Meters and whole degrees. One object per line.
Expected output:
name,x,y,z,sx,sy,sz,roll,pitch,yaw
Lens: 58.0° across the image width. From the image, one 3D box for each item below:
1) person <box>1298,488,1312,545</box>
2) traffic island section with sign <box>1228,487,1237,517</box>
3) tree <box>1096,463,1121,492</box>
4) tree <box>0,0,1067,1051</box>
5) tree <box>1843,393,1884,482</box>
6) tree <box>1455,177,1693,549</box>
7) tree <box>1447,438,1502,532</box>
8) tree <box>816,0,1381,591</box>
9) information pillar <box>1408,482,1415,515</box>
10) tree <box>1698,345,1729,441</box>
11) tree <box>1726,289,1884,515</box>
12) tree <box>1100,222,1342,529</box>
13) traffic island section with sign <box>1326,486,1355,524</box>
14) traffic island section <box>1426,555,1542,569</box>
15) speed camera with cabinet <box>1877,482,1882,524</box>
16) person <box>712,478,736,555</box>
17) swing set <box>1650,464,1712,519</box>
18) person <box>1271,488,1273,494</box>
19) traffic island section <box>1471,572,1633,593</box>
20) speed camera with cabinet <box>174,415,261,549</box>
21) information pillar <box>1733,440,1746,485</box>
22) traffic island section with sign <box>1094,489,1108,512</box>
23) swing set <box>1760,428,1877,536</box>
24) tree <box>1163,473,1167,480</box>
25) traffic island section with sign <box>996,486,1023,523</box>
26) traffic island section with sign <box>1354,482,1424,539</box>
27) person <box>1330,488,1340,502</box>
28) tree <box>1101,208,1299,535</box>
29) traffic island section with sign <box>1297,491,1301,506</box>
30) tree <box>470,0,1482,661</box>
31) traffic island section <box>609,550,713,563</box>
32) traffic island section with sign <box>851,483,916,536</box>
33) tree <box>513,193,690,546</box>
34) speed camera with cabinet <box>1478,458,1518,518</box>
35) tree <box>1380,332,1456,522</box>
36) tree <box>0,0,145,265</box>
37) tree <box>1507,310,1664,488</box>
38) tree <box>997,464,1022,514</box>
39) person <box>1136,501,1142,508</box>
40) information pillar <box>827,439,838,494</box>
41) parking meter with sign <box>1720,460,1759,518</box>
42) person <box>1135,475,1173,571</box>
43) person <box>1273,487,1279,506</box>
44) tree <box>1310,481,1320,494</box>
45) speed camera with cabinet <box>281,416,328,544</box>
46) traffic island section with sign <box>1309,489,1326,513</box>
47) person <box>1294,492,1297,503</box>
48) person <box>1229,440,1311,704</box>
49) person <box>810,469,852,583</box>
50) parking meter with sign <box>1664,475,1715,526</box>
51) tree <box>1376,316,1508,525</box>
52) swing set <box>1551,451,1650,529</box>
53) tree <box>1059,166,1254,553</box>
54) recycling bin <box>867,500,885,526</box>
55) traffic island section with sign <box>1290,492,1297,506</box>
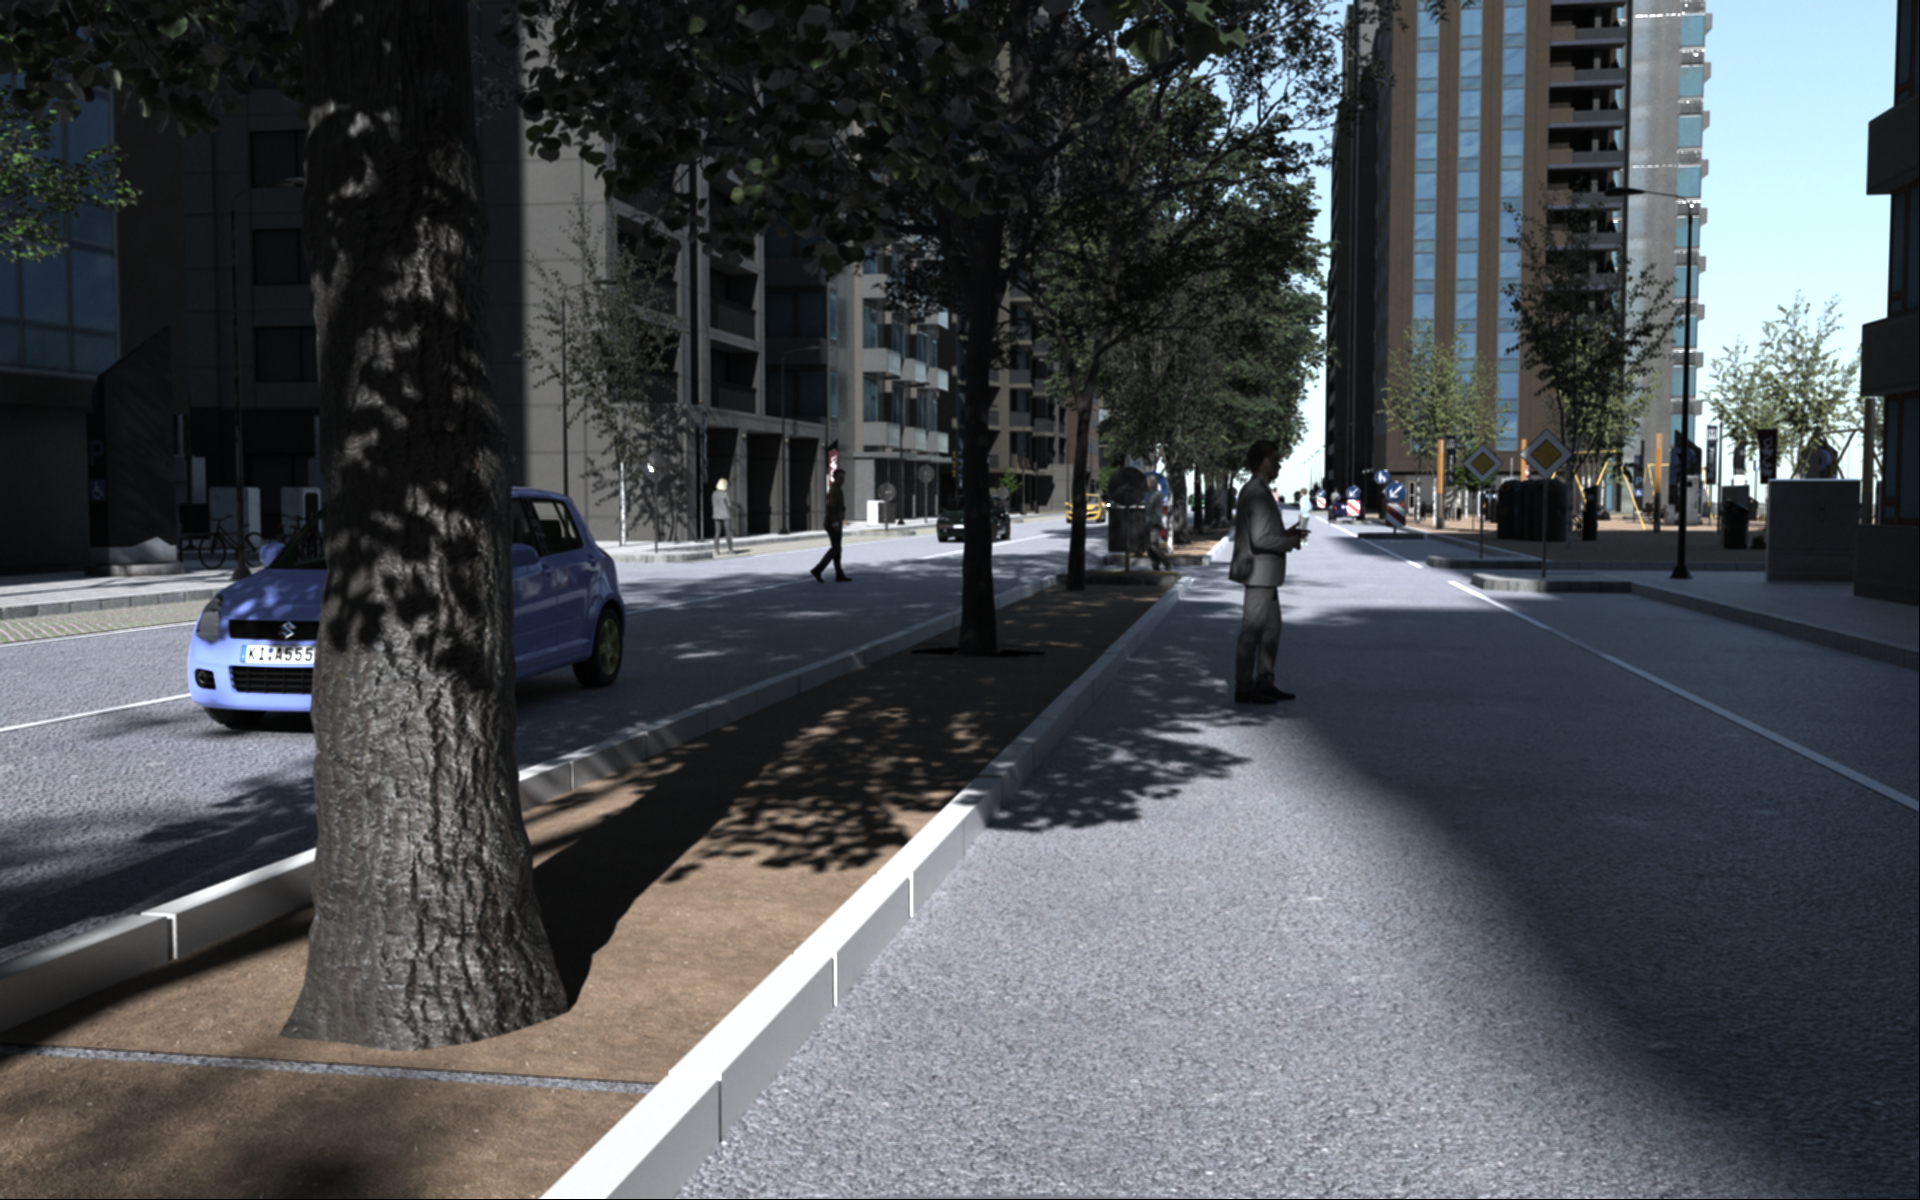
person,9.662,-2.347,48.688,0.589,1.601,0.330,-3,5,-41
traffic island section with sign,17.135,-6.190,109.335,2.006,1.907,1.989,1,4,10
tree,17.205,-12.430,186.939,4.285,4.588,4.351,0,3,0
tree,-1.444,-5.817,4.222,9.857,13.997,8.962,0,3,0
tree,45.797,-8.229,84.899,4.360,8.622,3.978,0,3,0
tree,14.361,-5.496,40.227,4.360,8.622,3.978,0,3,0
tree,17.498,-3.963,59.402,1.663,3.219,1.824,0,3,0
tree,1.631,-5.391,25.007,8.767,10.594,7.601,1,4,10
information pillar,27.099,-6.083,103.947,0.304,2.012,0.304,0,4,7
tree,36.468,-7.956,80.441,4.737,8.622,4.395,0,3,0
tree,30.783,-6.887,62.970,4.737,8.622,4.395,0,3,0
tree,10.706,-9.267,70.980,9.611,12.733,9.660,0,3,0
traffic island section with sign,18.773,-4.568,83.310,1.989,1.847,2.006,1,4,10
traffic island section,10.414,-0.751,34.555,2.009,0.180,2.903,1,4,10
speed camera with cabinet,13.217,-1.764,23.175,0.660,3.252,2.038,-1,4,-9
person,-5.582,-1.961,40.754,0.537,1.800,0.526,3,4,38
swing set,37.403,-5.713,91.027,3.119,2.851,2.862,0,4,-1
person,14.739,-4.446,82.202,0.522,1.701,0.512,0,4,-8
traffic island section,9.013,-0.270,26.693,2.009,0.180,2.903,1,4,10
speed camera with cabinet,-17.506,-2.831,40.618,2.038,3.252,0.660,1,4,9
information pillar,33.675,-5.107,74.848,0.504,3.616,0.183,-1,4,-8
traffic island section with sign,10.902,-7.783,135.885,1.989,1.847,2.006,1,4,10
swing set,21.531,-2.742,42.460,2.862,2.851,3.119,1,4,9
tree,31.562,-17.490,269.679,4.285,4.588,4.351,0,3,0
traffic island section with sign,2.122,-4.768,86.583,1.989,1.847,2.006,1,4,10
traffic island section with sign,13.921,-2.899,56.024,1.989,1.847,2.006,1,4,10
person,22.873,-5.916,105.431,0.606,1.804,0.583,2,4,29
tree,8.360,-8.127,61.087,9.928,11.665,9.643,0,3,0
traffic island section with sign,32.385,-9.237,159.659,1.989,1.847,2.006,1,4,10
tree,0.152,-6.258,15.138,12.009,13.543,11.850,0,3,0
traffic island section,-6.609,-0.936,37.581,2.009,0.180,2.903,1,4,10
traffic island section with sign,-2.600,-3.145,60.043,1.989,1.847,2.006,1,4,10
tree,-8.397,-5.606,42.013,4.360,8.622,3.978,0,3,0
speed camera with cabinet,29.305,-6.120,94.397,0.660,3.252,2.038,-3,5,-45
tree,20.840,-7.803,77.941,4.360,8.622,3.978,0,3,0
tree,-12.228,-5.637,17.913,9.928,11.665,9.643,0,3,0
tree,25.119,-7.218,68.379,4.737,8.622,4.395,0,3,0
tree,3.254,-7.059,110.022,1.663,3.219,1.824,0,3,0
person,10.675,-5.744,102.637,0.478,1.798,0.641,-2,4,-27
information pillar,-5.368,-5.006,73.210,0.504,3.616,0.183,1,4,15
parking meter with sign,40.267,-5.704,89.513,1.738,3.016,0.543,3,5,43
person,3.352,-1.281,29.933,0.515,1.767,0.782,-1,4,-13
person,18.278,-5.611,100.250,0.388,1.821,0.555,2,4,32
tree,49.065,-14.952,239.065,1.663,3.219,1.824,0,3,0
speed camera with cabinet,-16.188,-2.991,43.237,0.660,3.252,2.038,0,4,7
traffic island section with sign,27.611,-7.603,132.932,1.989,1.847,2.006,1,4,10
person,50.826,-15.517,262.217,1.348,1.822,0.705,-1,4,-14
person,2.145,-0.194,11.877,0.583,1.804,0.606,0,4,-2
person,-2.056,-1.207,28.138,0.836,1.842,0.656,-3,4,-37
parking meter with sign,29.289,-4.486,69.607,1.738,3.016,0.543,1,4,13
tree,19.291,-7.356,70.634,4.737,8.622,4.395,0,3,0
swing set,23.039,-4.045,63.759,2.862,2.851,3.119,-1,4,-16
tree,4.170,-5.149,36.998,4.360,8.622,3.978,0,3,0
recycling bin,-3.334,-3.444,68.869,0.722,1.027,0.722,0,4,-3
traffic island section with sign,41.929,-12.517,213.277,1.989,1.847,2.006,1,4,10
